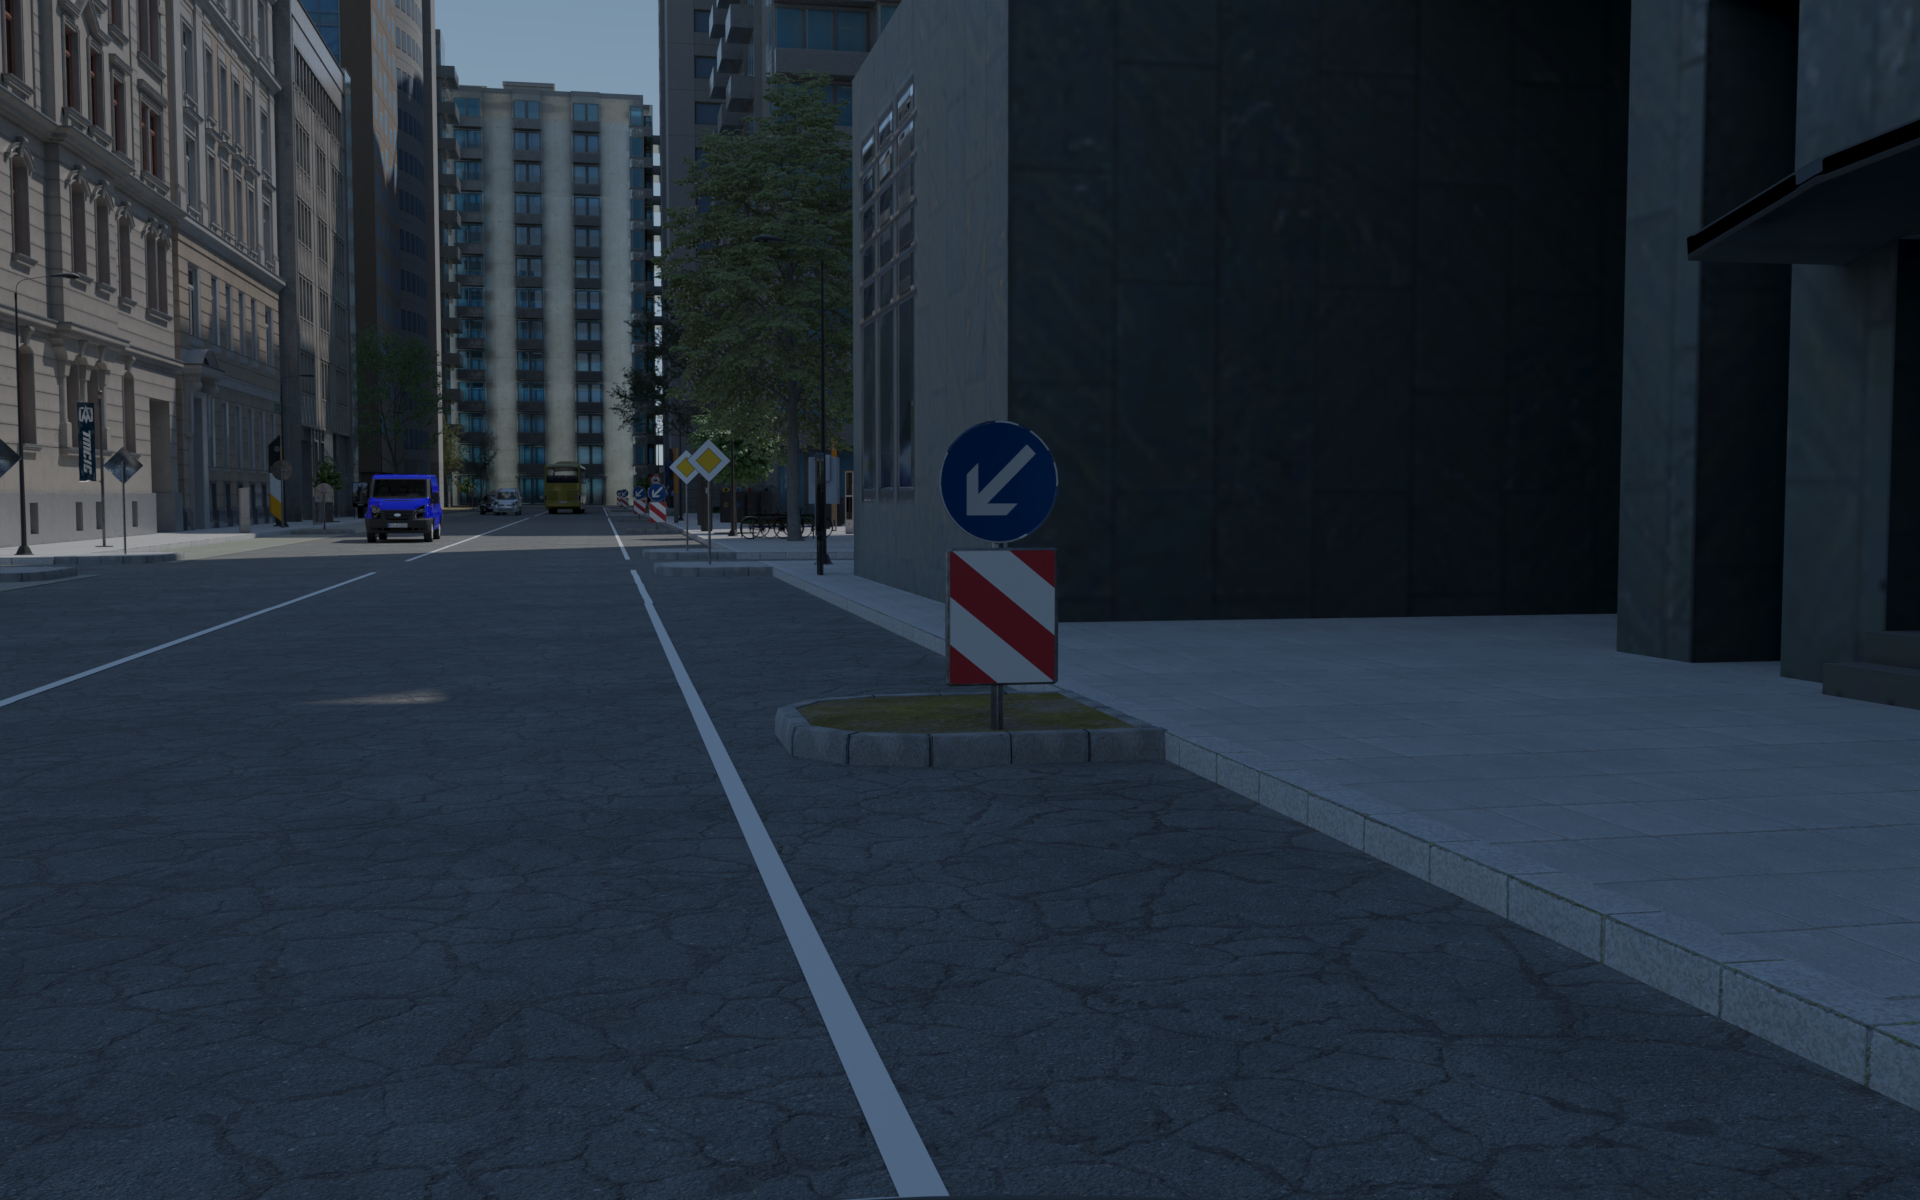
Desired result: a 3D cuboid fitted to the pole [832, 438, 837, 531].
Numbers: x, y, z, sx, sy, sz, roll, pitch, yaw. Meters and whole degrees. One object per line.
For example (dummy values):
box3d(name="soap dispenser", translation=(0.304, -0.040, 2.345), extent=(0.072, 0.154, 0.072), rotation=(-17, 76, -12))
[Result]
box3d(name="pole", translation=(-4.351, -4.039, 59.878), extent=(0.158, 3.312, 0.155), rotation=(0, 3, 0))

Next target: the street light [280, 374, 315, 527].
box3d(name="street light", translation=(-25.600, -5.773, 66.931), extent=(1.470, 5.913, 1.316), rotation=(-1, 4, -12))

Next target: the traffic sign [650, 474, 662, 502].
box3d(name="traffic sign", translation=(-19.636, -6.830, 111.775), extent=(0.768, 2.556, 0.104), rotation=(0, 4, -8))

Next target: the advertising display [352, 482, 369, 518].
box3d(name="advertising display", translation=(-31.496, -5.250, 91.053), extent=(0.974, 1.923, 0.123), rotation=(1, 4, 17))

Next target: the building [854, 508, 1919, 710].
box3d(name="building", translation=(12.416, -42.768, 11.930), extent=(22.319, 86.520, 31.000), rotation=(-1, 4, -12))

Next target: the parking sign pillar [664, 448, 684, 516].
box3d(name="parking sign pillar", translation=(-16.923, -6.903, 101.339), extent=(1.447, 3.967, 1.447), rotation=(-1, 4, -22))

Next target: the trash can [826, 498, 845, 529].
box3d(name="trash can", translation=(-4.899, -3.476, 68.485), extent=(0.748, 1.137, 0.748), rotation=(0, 3, 0))

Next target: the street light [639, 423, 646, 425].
box3d(name="street light", translation=(-20.230, -8.595, 113.063), extent=(1.470, 5.913, 1.316), rotation=(-1, 4, -12))

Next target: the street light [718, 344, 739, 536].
box3d(name="street light", translation=(-7.434, -4.881, 52.352), extent=(1.470, 5.913, 1.316), rotation=(-1, 4, -12))

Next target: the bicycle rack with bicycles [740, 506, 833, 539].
box3d(name="bicycle rack with bicycles", translation=(-5.139, -2.264, 50.407), extent=(2.925, 0.926, 2.852), rotation=(-1, 4, -17))

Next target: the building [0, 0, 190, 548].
box3d(name="building", translation=(-30.330, -15.826, 46.147), extent=(14.401, 28.519, 23.554), rotation=(-1, 4, -12))

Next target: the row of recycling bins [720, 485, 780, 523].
box3d(name="row of recycling bins", translation=(-9.373, -4.288, 77.220), extent=(3.534, 1.692, 1.069), rotation=(3, 5, 40))

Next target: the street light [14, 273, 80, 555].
box3d(name="street light", translation=(-19.169, -3.905, 36.386), extent=(1.470, 5.913, 1.316), rotation=(-1, 4, -12))

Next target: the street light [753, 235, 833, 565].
box3d(name="street light", translation=(-3.023, -3.597, 31.350), extent=(1.470, 5.913, 1.316), rotation=(-1, 4, -12))

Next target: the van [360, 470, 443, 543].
box3d(name="van", translation=(-17.001, -2.974, 53.015), extent=(2.240, 2.365, 5.245), rotation=(-1, 4, -13))

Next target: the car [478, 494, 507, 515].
box3d(name="car", translation=(-32.731, -6.835, 121.531), extent=(2.009, 1.686, 4.222), rotation=(-1, 4, -13))

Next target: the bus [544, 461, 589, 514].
box3d(name="bus", translation=(-29.247, -8.393, 128.774), extent=(2.896, 3.916, 12.252), rotation=(-1, 4, -10))

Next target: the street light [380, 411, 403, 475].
box3d(name="street light", translation=(-31.938, -7.629, 97.277), extent=(1.470, 5.913, 1.316), rotation=(-1, 4, -12))

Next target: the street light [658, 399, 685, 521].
box3d(name="street light", translation=(-13.903, -6.738, 82.714), extent=(1.470, 5.913, 1.316), rotation=(-1, 4, -12))

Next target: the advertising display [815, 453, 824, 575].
box3d(name="advertising display", translation=(-2.244, -1.375, 27.702), extent=(0.123, 1.923, 0.974), rotation=(0, 4, -6))

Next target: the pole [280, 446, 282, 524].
box3d(name="pole", translation=(-28.767, -4.865, 73.385), extent=(0.158, 3.312, 0.155), rotation=(0, 3, 0))

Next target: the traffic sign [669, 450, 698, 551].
box3d(name="traffic sign", translation=(-6.192, -2.178, 39.256), extent=(0.795, 2.450, 0.064), rotation=(-1, 4, -12))

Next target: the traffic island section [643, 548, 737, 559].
box3d(name="traffic island section", translation=(-6.171, -1.043, 39.338), extent=(2.009, 0.180, 2.903), rotation=(-1, 4, -12))

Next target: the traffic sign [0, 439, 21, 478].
box3d(name="traffic sign", translation=(-16.153, -1.553, 29.041), extent=(0.795, 2.450, 0.064), rotation=(-1, 4, -12))

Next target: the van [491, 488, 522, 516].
box3d(name="van", translation=(-30.441, -6.697, 116.501), extent=(2.013, 2.044, 4.112), rotation=(-1, 4, -11))

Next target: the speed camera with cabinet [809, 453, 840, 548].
box3d(name="speed camera with cabinet", translation=(-2.523, -2.847, 40.880), extent=(2.038, 3.252, 0.660), rotation=(0, 4, 3))

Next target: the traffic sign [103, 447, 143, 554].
box3d(name="traffic sign", translation=(-17.790, -2.031, 36.857), extent=(0.795, 2.450, 0.064), rotation=(-1, 4, -12))

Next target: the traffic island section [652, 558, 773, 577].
box3d(name="traffic island section", translation=(-4.534, -0.565, 31.522), extent=(2.009, 0.180, 2.903), rotation=(-1, 4, -12))

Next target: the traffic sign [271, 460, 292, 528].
box3d(name="traffic sign", translation=(-25.403, -3.963, 64.904), extent=(0.768, 2.556, 0.104), rotation=(0, 4, -4))

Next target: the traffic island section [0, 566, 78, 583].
box3d(name="traffic island section", translation=(-16.174, -0.417, 29.098), extent=(2.009, 0.180, 2.903), rotation=(-1, 4, -12))

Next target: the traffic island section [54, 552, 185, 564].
box3d(name="traffic island section", translation=(-17.811, -0.895, 36.914), extent=(2.009, 0.180, 2.903), rotation=(-1, 4, -12))

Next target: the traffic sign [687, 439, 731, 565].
box3d(name="traffic sign", translation=(-4.555, -1.700, 31.440), extent=(0.795, 2.450, 0.064), rotation=(-1, 4, -12))

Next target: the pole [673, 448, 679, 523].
box3d(name="pole", translation=(-12.561, -5.061, 76.594), extent=(0.158, 3.312, 0.155), rotation=(0, 3, 0))
